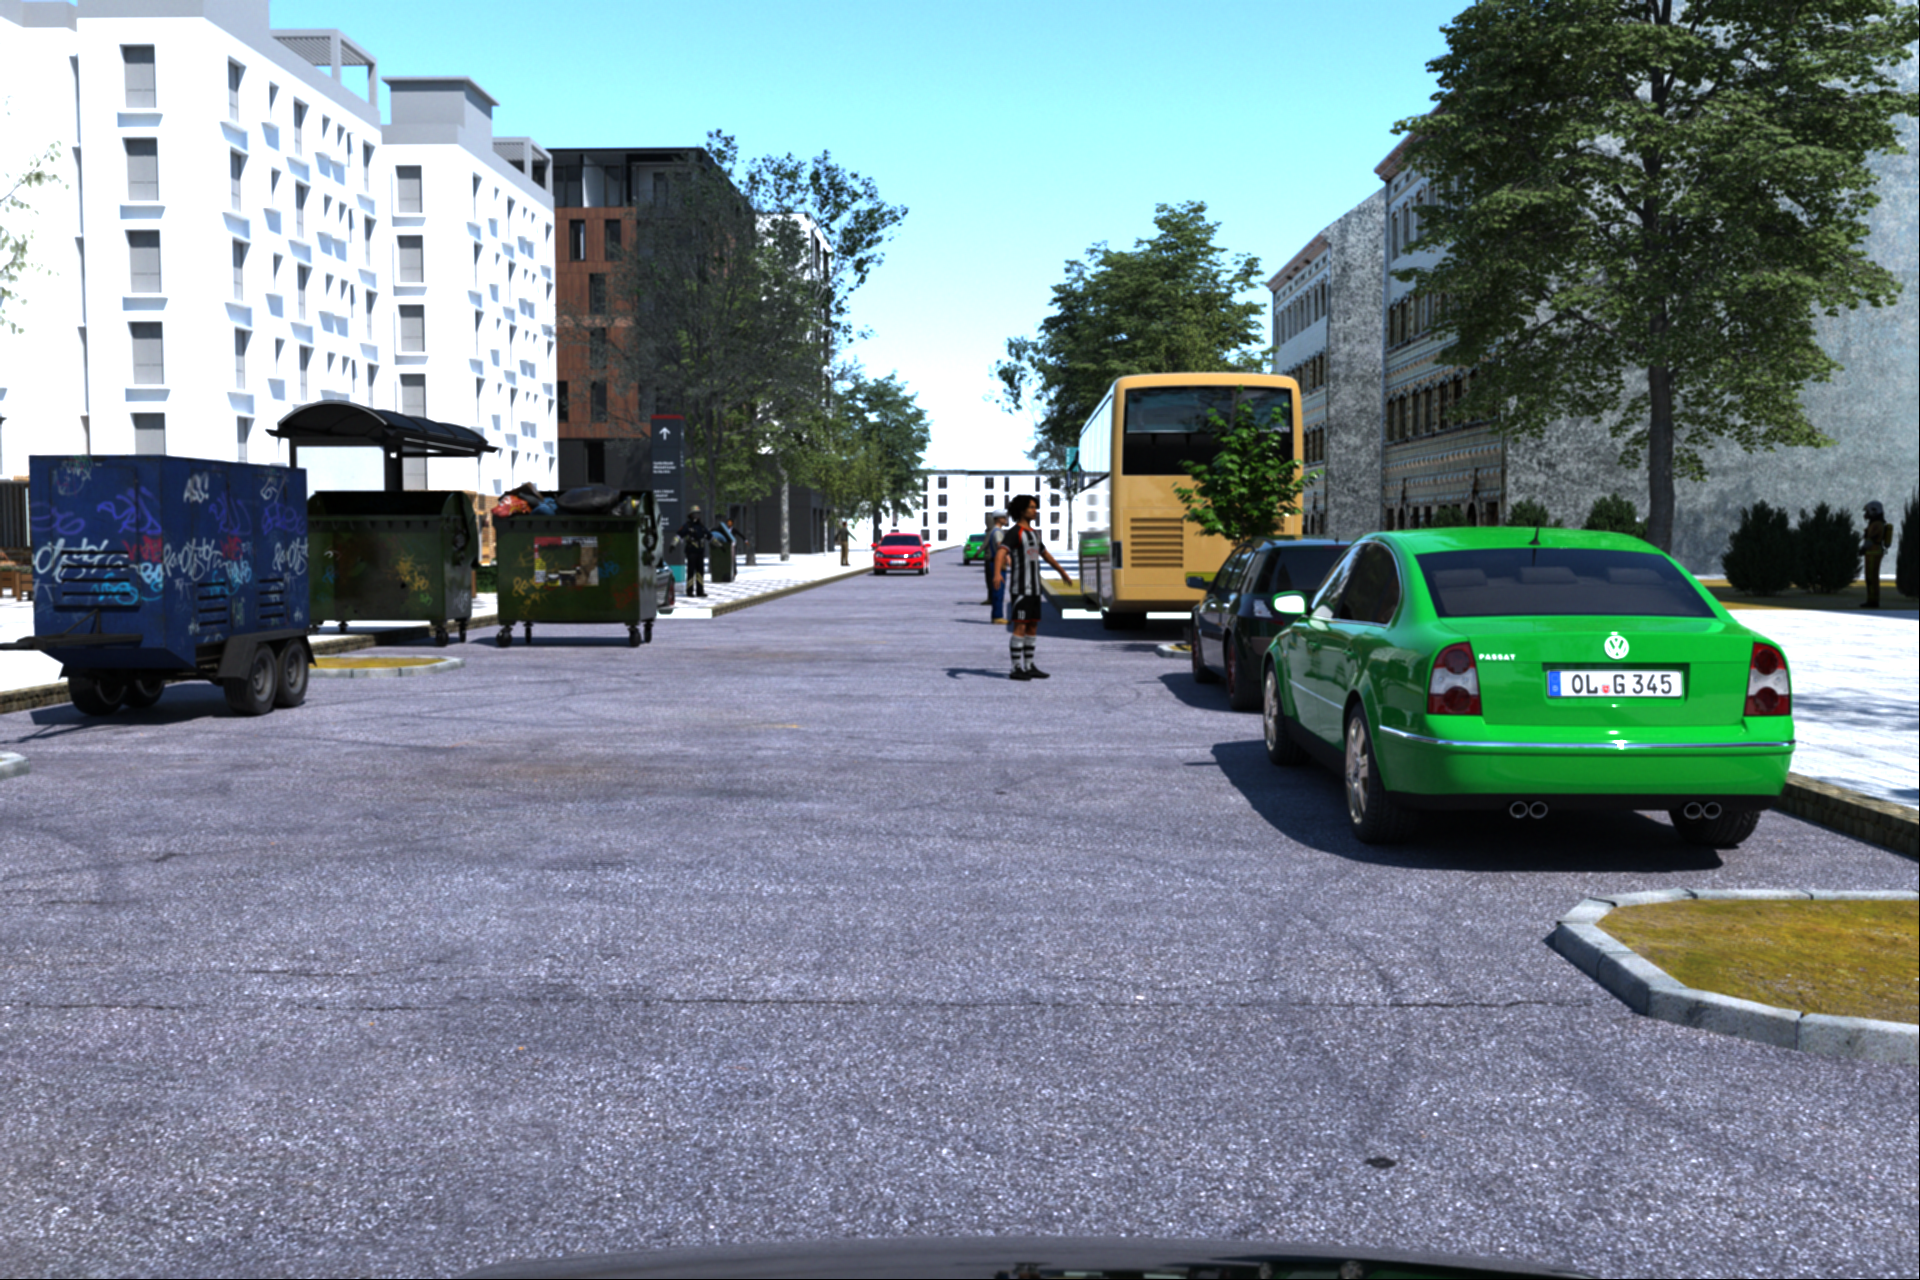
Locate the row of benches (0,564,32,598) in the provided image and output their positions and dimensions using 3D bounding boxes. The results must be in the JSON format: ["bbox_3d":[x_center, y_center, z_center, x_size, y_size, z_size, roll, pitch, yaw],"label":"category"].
[{"bbox_3d":[-19.457,-1.246,35.831,1.422,0.672,4.104,0,4,6],"label":"row of benches"}]

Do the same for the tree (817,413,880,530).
[{"bbox_3d":[-6.880,-9.405,104.139,4.360,8.622,3.978,0,3,0],"label":"tree"}]

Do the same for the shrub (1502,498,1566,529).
[{"bbox_3d":[11.660,-1.934,35.668,1.661,2.075,1.752,0,3,0],"label":"shrub"}]

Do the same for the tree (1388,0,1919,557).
[{"bbox_3d":[9.438,-6.460,23.751,7.486,12.596,7.792,0,3,0],"label":"tree"}]

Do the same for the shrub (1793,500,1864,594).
[{"bbox_3d":[18.709,-2.023,37.488,1.690,2.028,1.600,0,3,0],"label":"shrub"}]

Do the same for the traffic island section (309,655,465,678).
[{"bbox_3d":[-6.336,0.285,18.205,1.991,0.108,1.994,0,4,2],"label":"traffic island section"}]

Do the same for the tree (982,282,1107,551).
[{"bbox_3d":[8.053,-16.903,132.250,12.611,20.169,13.585,0,3,0],"label":"tree"}]

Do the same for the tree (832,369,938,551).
[{"bbox_3d":[-6.560,-13.831,132.796,9.857,13.997,8.962,0,3,0],"label":"tree"}]

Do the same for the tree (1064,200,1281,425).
[{"bbox_3d":[7.253,-8.629,59.209,7.486,12.596,7.792,0,3,0],"label":"tree"}]

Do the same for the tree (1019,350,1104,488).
[{"bbox_3d":[8.642,-11.960,105.914,12.009,13.543,11.850,0,3,0],"label":"tree"}]

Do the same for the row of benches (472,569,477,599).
[{"bbox_3d":[-11.701,-1.148,34.240,4.104,0.672,1.422,-1,4,-14],"label":"row of benches"}]

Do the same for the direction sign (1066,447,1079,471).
[{"bbox_3d":[4.159,-3.558,46.937,2.525,3.948,1.411,0,4,1],"label":"direction sign"}]

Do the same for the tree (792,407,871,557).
[{"bbox_3d":[-7.218,-8.909,96.019,4.737,8.622,4.395,0,3,0],"label":"tree"}]

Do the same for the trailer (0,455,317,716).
[{"bbox_3d":[-6.213,-0.379,13.246,1.471,1.999,3.904,0,4,1],"label":"trailer"}]

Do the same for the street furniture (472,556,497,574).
[{"bbox_3d":[-14.763,-1.939,47.329,10.072,0.657,5.734,-2,4,-30],"label":"street furniture"}]

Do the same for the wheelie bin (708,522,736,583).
[{"bbox_3d":[-6.275,-2.303,45.560,0.693,1.594,0.980,0,4,2],"label":"wheelie bin"}]

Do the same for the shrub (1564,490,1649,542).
[{"bbox_3d":[11.659,-1.653,31.061,1.661,2.075,1.752,0,3,0],"label":"shrub"}]

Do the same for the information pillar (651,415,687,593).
[{"bbox_3d":[-6.379,-2.969,37.915,0.750,3.857,0.750,0,4,1],"label":"information pillar"}]

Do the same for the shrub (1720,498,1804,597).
[{"bbox_3d":[16.595,-1.919,35.802,1.690,2.028,1.600,0,3,0],"label":"shrub"}]

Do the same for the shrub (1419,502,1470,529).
[{"bbox_3d":[11.562,-2.227,40.831,1.690,2.028,1.600,0,3,0],"label":"shrub"}]

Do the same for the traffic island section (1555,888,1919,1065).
[{"bbox_3d":[3.044,1.057,5.593,1.991,0.108,1.994,0,4,1],"label":"traffic island section"}]

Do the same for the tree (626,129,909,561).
[{"bbox_3d":[-9.098,-13.816,81.788,12.611,20.169,13.585,0,3,0],"label":"tree"}]

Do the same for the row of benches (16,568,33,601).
[{"bbox_3d":[-15.983,-1.108,33.584,4.104,0.672,1.422,-1,4,-9],"label":"row of benches"}]

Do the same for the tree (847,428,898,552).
[{"bbox_3d":[-6.428,-10.421,120.753,4.737,8.622,4.395,0,3,0],"label":"tree"}]

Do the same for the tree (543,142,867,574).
[{"bbox_3d":[-8.096,-8.874,55.454,12.009,13.543,11.850,0,3,0],"label":"tree"}]

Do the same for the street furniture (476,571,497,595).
[{"bbox_3d":[-12.848,-1.442,39.195,10.072,0.657,5.734,0,4,1],"label":"street furniture"}]

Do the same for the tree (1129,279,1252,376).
[{"bbox_3d":[6.720,-6.124,50.492,4.737,8.622,4.395,0,3,0],"label":"tree"}]

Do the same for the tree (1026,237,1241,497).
[{"bbox_3d":[7.760,-10.271,74.592,9.857,13.997,8.962,0,3,0],"label":"tree"}]

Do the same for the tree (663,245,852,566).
[{"bbox_3d":[-8.068,-9.178,68.184,7.486,12.596,7.792,0,3,0],"label":"tree"}]

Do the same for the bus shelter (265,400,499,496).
[{"bbox_3d":[-9.471,-2.146,29.003,2.014,3.302,5.546,0,4,1],"label":"bus shelter"}]

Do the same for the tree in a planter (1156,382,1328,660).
[{"bbox_3d":[3.353,-1.419,20.426,1.991,3.239,1.994,0,4,1],"label":"tree in a planter"}]
